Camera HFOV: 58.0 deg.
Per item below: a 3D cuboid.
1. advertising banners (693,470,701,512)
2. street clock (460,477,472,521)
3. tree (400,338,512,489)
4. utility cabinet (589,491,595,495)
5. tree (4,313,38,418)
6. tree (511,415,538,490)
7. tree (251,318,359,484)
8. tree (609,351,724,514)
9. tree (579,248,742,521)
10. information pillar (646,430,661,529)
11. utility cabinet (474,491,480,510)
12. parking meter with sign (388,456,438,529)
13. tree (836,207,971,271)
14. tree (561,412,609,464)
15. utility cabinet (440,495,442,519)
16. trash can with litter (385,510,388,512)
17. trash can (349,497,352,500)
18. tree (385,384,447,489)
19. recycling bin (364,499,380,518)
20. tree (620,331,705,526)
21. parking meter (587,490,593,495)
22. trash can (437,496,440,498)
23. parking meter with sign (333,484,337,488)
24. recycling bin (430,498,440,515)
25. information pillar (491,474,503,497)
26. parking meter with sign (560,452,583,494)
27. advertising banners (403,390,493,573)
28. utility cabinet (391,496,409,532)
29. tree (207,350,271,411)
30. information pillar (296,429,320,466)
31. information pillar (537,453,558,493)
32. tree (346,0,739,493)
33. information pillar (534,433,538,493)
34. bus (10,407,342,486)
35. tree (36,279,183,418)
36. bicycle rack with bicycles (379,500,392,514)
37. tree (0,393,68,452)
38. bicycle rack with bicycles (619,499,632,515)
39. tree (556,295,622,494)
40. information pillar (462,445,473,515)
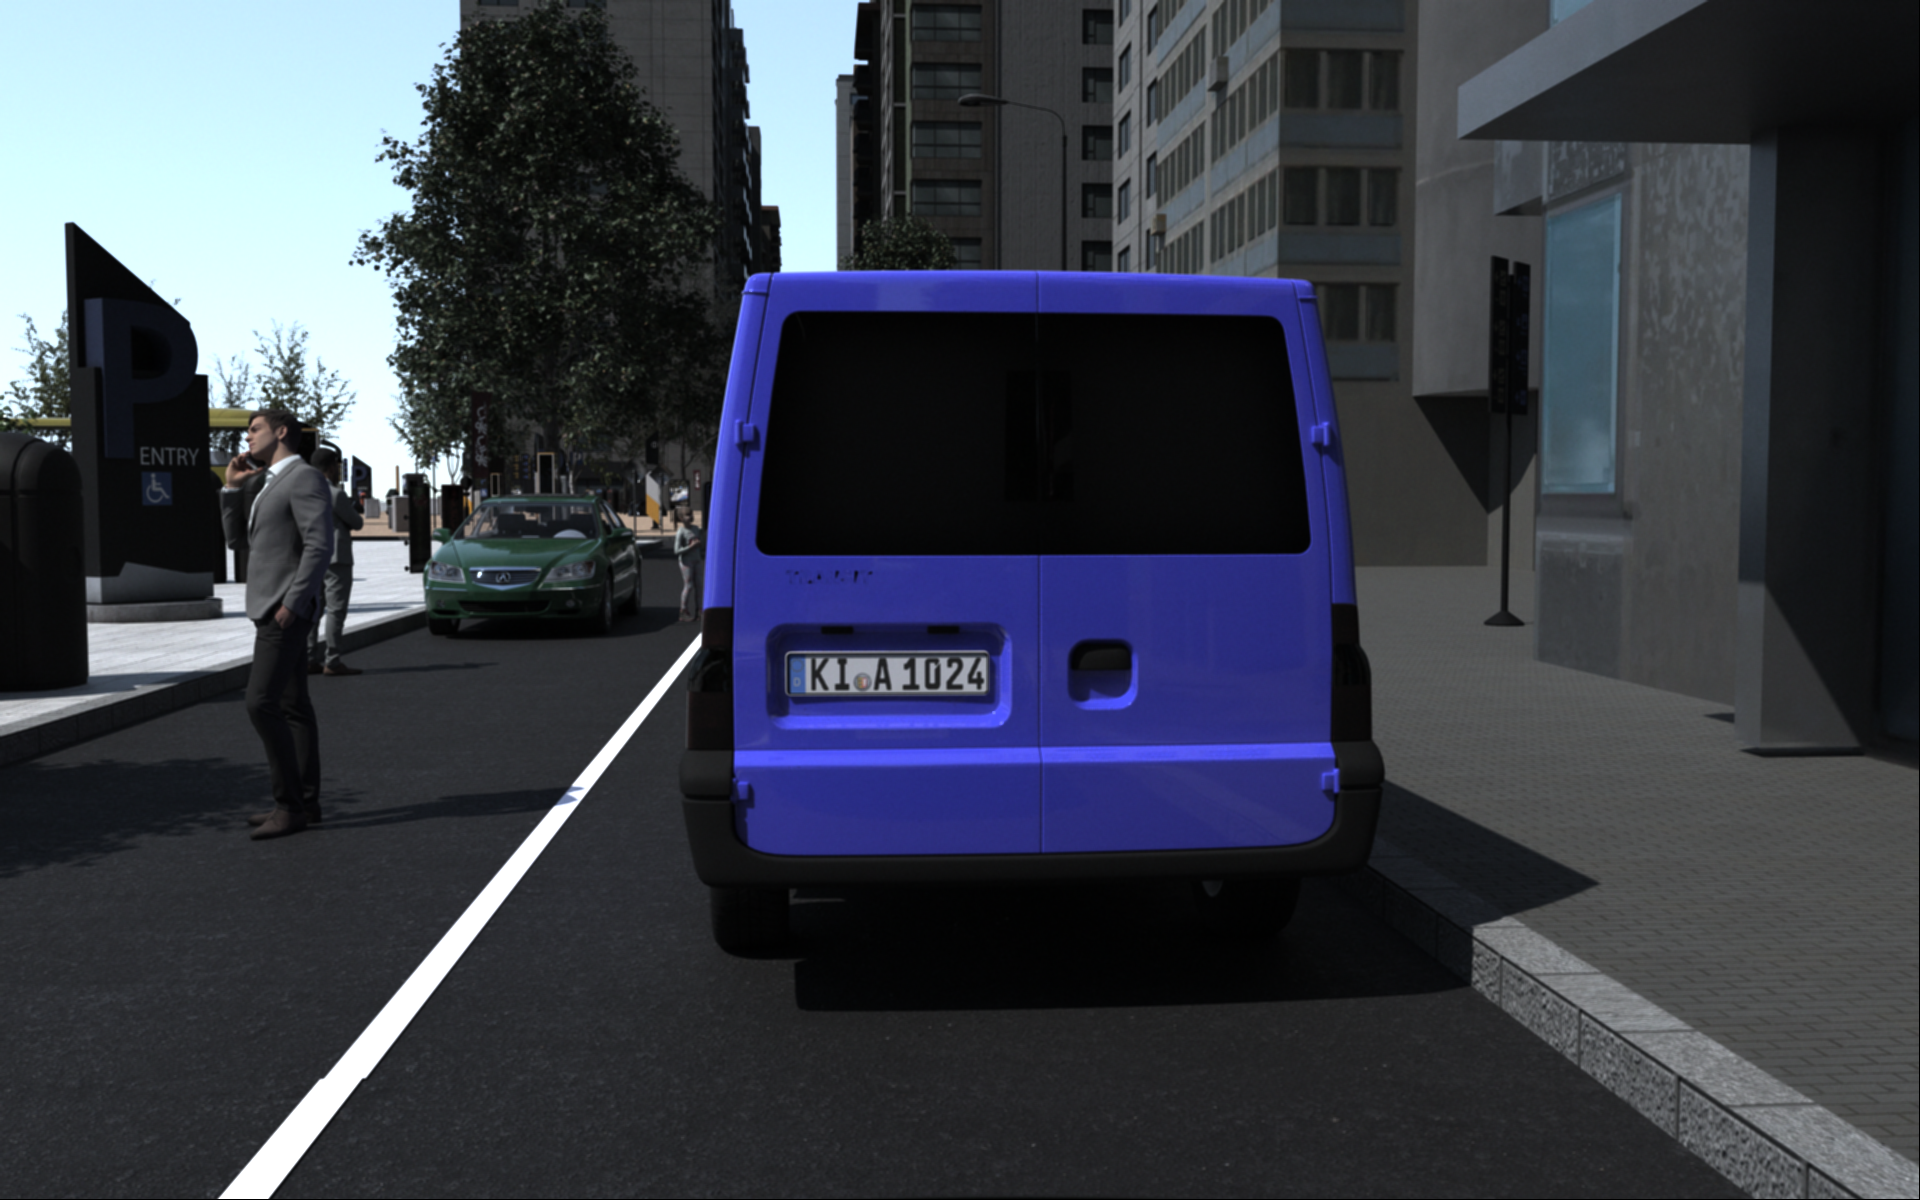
[{"bbox_3d":[-18.286,-7.902,125.381,2.074,3.025,0.090,0,4,1],"label":"advertising banners"},{"bbox_3d":[-20.386,-4.097,71.549,0.471,2.002,0.358,-2,4,-27],"label":"street clock"},{"bbox_3d":[-22.022,-7.623,74.995,4.360,8.622,3.978,0,3,0],"label":"tree"},{"bbox_3d":[-22.809,-6.033,107.322,0.318,1.500,1.173,0,4,-8],"label":"utility cabinet"},{"bbox_3d":[-36.161,-7.469,72.473,4.737,8.622,4.395,0,3,0],"label":"tree"},{"bbox_3d":[-27.622,-9.436,104.641,4.360,8.622,3.978,0,3,0],"label":"tree"},{"bbox_3d":[-27.702,-7.475,72.575,4.737,8.622,4.395,0,3,0],"label":"tree"},{"bbox_3d":[-14.171,-10.123,99.917,8.767,10.594,7.601,2,4,26],"label":"tree"},{"bbox_3d":[-13.314,-10.601,83.692,12.009,13.543,11.850,0,3,0],"label":"tree"},{"bbox_3d":[-11.147,-4.375,62.882,0.504,3.616,0.183,0,4,2],"label":"information pillar"},{"bbox_3d":[-29.791,-6.082,108.112,1.173,1.500,0.318,2,4,28],"label":"utility cabinet"},{"bbox_3d":[-20.284,-4.154,64.173,1.738,3.016,0.543,-3,4,-39],"label":"parking meter with sign"},{"bbox_3d":[-2.166,-9.326,69.490,9.611,12.733,9.660,0,3,0],"label":"tree"},{"bbox_3d":[-21.928,-10.894,112.529,8.767,10.594,7.601,0,4,-2],"label":"tree"},{"bbox_3d":[-26.295,-4.786,89.408,1.020,1.237,0.306,-2,4,-24],"label":"utility cabinet"},{"bbox_3d":[-38.897,-6.570,118.804,0.624,1.170,1.055,3,4,38],"label":"trash can with litter"},{"bbox_3d":[-30.931,-4.614,87.093,0.748,1.137,0.748,0,3,0],"label":"trash can"},{"bbox_3d":[-33.947,-9.718,109.254,4.737,8.622,4.395,0,3,0],"label":"tree"},{"bbox_3d":[-31.144,-4.842,91.717,0.722,1.027,0.722,-1,4,-22],"label":"recycling bin"},{"bbox_3d":[-12.160,-7.251,68.921,4.360,8.622,3.978,0,3,0],"label":"tree"},{"bbox_3d":[-24.943,-6.624,116.717,0.372,1.533,0.369,0,3,0],"label":"parking meter"},{"bbox_3d":[-36.370,-6.731,121.702,0.748,1.137,0.748,0,3,0],"label":"trash can"},{"bbox_3d":[-35.426,-6.199,97.606,0.543,3.016,1.738,1,4,11],"label":"parking meter with sign"},{"bbox_3d":[-31.896,-5.666,105.188,0.722,1.027,0.722,0,4,6],"label":"recycling bin"},{"bbox_3d":[-16.602,-3.524,62.115,0.304,2.012,0.304,1,4,9],"label":"information pillar"},{"bbox_3d":[-16.282,-4.619,71.775,0.543,3.016,1.738,-3,5,-40],"label":"parking meter with sign"},{"bbox_3d":[-8.463,-1.994,28.794,0.090,3.025,2.074,2,4,27],"label":"advertising banners"},{"bbox_3d":[-18.655,-2.896,58.508,0.306,1.237,1.020,3,5,43],"label":"utility cabinet"},{"bbox_3d":[-37.197,-8.415,87.941,4.360,8.622,3.978,0,3,0],"label":"tree"},{"bbox_3d":[-7.394,-0.925,19.612,0.304,2.012,0.304,-1,4,-20],"label":"information pillar"},{"bbox_3d":[-7.358,-1.619,30.969,0.304,2.012,0.304,0,4,0],"label":"information pillar"},{"bbox_3d":[-9.348,-7.491,39.488,9.611,12.733,9.660,0,3,0],"label":"tree"},{"bbox_3d":[-16.107,-4.561,65.923,0.183,3.616,0.504,0,4,-7],"label":"information pillar"},{"bbox_3d":[-24.310,-3.544,49.498,12.252,3.916,2.896,0,4,-4],"label":"bus"},{"bbox_3d":[-28.427,-6.656,59.181,4.737,8.622,4.395,0,3,0],"label":"tree"},{"bbox_3d":[-33.422,-5.398,101.633,2.852,0.926,2.925,-1,4,-22],"label":"bicycle rack with bicycles"},{"bbox_3d":[-18.367,-2.365,33.271,1.663,3.219,1.824,0,3,0],"label":"tree"},{"bbox_3d":[-24.036,-6.793,124.448,2.925,0.926,2.852,-1,4,-12],"label":"bicycle rack with bicycles"},{"bbox_3d":[-12.996,-6.584,58.014,4.737,8.622,4.395,0,3,0],"label":"tree"},{"bbox_3d":[-23.304,-5.543,81.980,0.504,3.616,0.183,1,4,17],"label":"information pillar"}]
